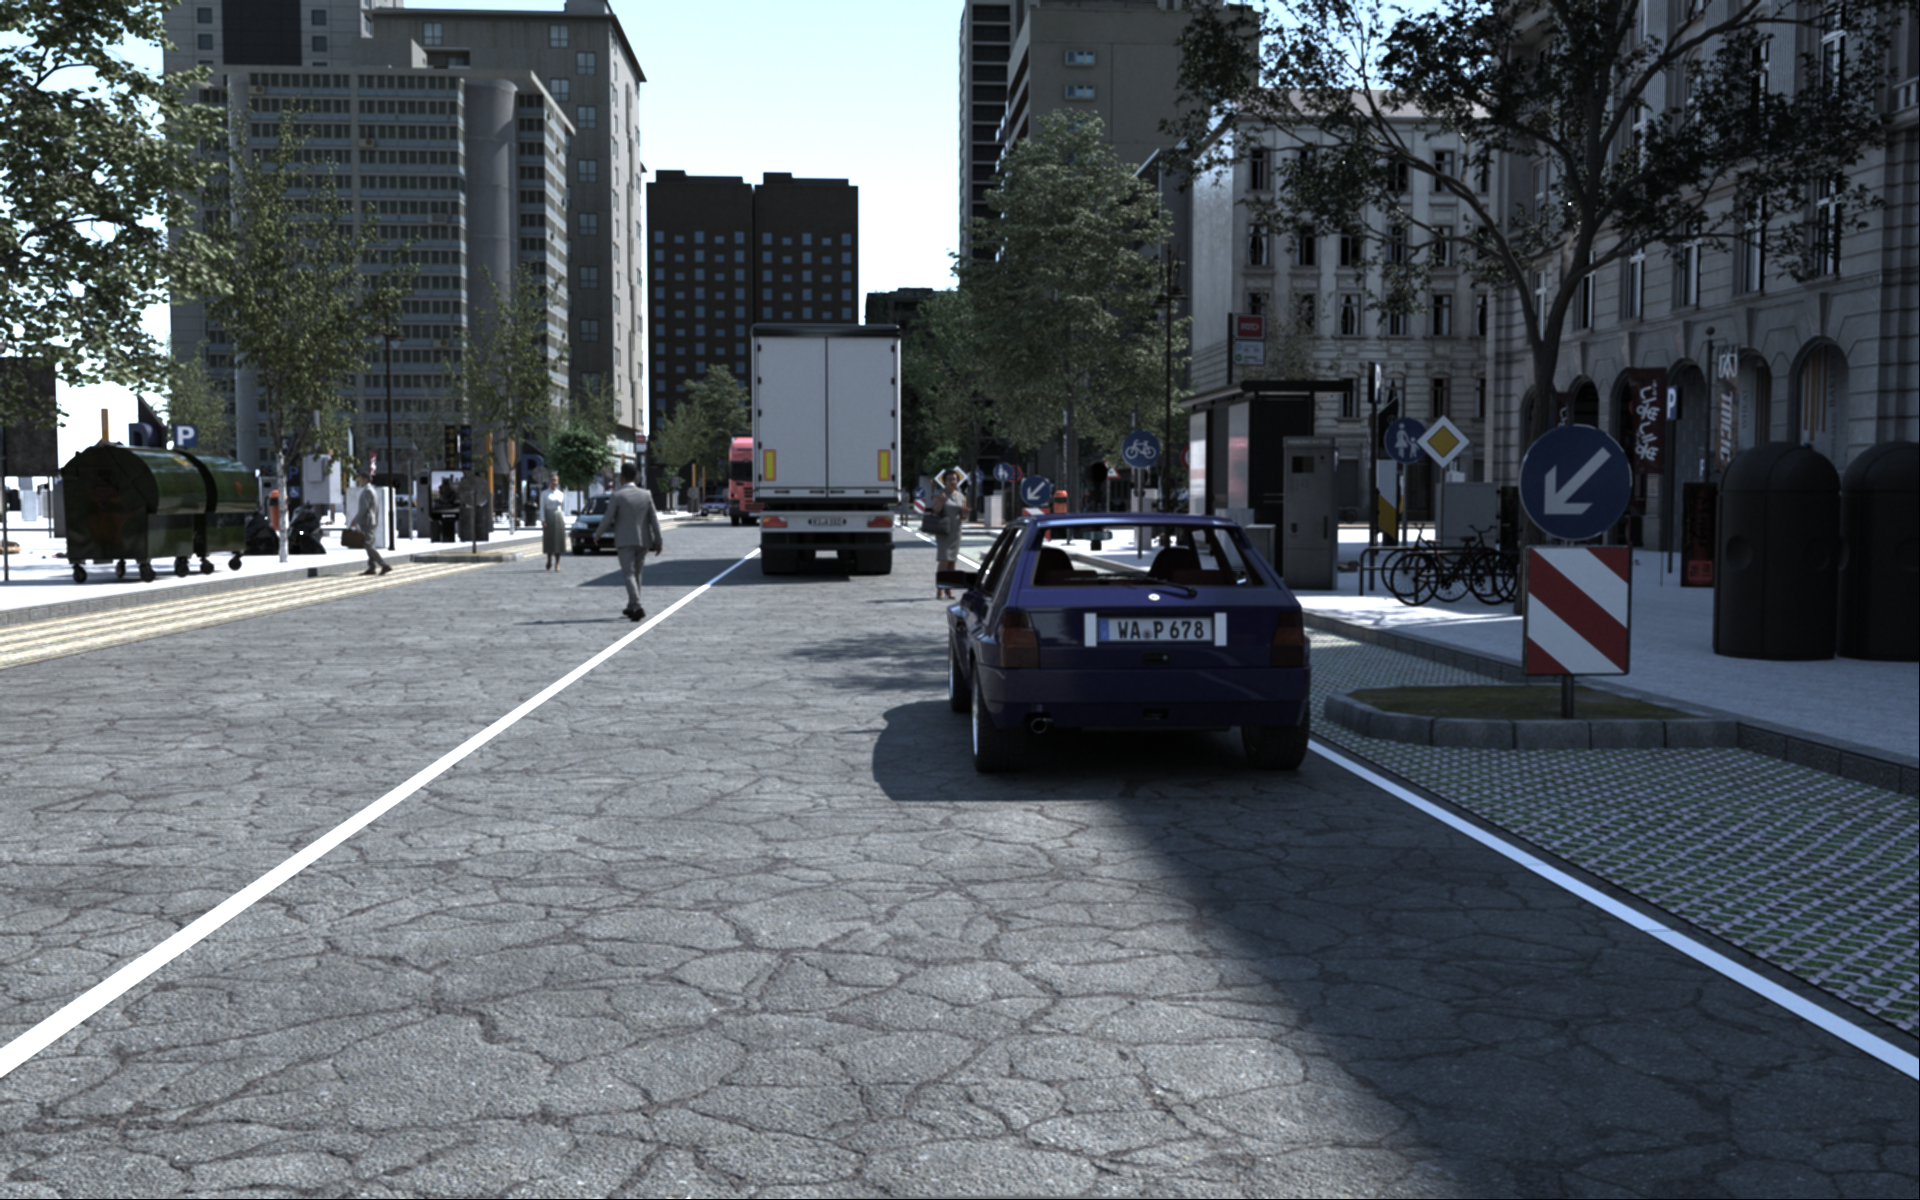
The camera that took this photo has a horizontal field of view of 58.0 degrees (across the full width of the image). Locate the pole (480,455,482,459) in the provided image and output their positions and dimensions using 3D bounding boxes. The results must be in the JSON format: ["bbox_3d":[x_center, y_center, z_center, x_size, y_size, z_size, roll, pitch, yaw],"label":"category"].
[{"bbox_3d":[-25.124,-5.929,90.783,0.158,3.312,0.155,0,3,0],"label":"pole"}]

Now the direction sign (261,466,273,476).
[{"bbox_3d":[-55.699,-9.003,139.196,0.876,3.537,0.379,-1,4,-18],"label":"direction sign"}]

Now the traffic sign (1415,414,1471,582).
[{"bbox_3d":[6.988,-1.464,25.116,0.795,2.450,0.064,0,4,2],"label":"traffic sign"}]

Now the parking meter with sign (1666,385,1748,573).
[{"bbox_3d":[12.346,-1.938,27.952,1.738,3.016,0.543,0,4,5],"label":"parking meter with sign"}]

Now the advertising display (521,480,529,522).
[{"bbox_3d":[-19.908,-4.534,79.348,0.123,1.923,0.974,-2,4,-28],"label":"advertising display"}]

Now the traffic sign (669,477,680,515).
[{"bbox_3d":[-17.099,-6.216,103.755,0.606,2.300,0.079,0,4,0],"label":"traffic sign"}]

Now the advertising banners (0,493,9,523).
[{"bbox_3d":[-43.259,-4.916,76.559,2.074,3.025,0.090,-2,4,-25],"label":"advertising banners"}]

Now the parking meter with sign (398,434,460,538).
[{"bbox_3d":[-15.491,-3.317,50.494,1.738,3.016,0.543,-1,4,-10],"label":"parking meter with sign"}]

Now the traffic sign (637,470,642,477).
[{"bbox_3d":[-17.016,-5.529,90.497,0.768,2.556,0.104,0,4,2],"label":"traffic sign"}]

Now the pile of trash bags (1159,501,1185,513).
[{"bbox_3d":[7.614,-2.684,53.640,3.447,1.369,1.912,-2,4,-35],"label":"pile of trash bags"}]

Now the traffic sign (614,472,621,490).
[{"bbox_3d":[-19.990,-6.176,101.082,0.768,2.556,0.104,0,4,3],"label":"traffic sign"}]

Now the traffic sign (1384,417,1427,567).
[{"bbox_3d":[7.425,-1.760,28.879,0.768,2.556,0.104,0,4,-4],"label":"traffic sign"}]

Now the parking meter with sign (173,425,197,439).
[{"bbox_3d":[-19.902,-2.950,44.499,0.543,3.016,1.738,-2,4,-26],"label":"parking meter with sign"}]

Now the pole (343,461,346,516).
[{"bbox_3d":[-36.123,-6.597,101.710,0.158,3.312,0.155,0,3,0],"label":"pole"}]

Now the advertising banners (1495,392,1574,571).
[{"bbox_3d":[9.744,-2.025,29.292,2.074,3.025,0.090,-3,4,-37],"label":"advertising banners"}]

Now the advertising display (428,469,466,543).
[{"bbox_3d":[-13.434,-2.457,45.381,0.974,1.923,0.123,-3,5,-39],"label":"advertising display"}]

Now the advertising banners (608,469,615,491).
[{"bbox_3d":[-18.161,-5.955,93.549,2.074,3.025,0.090,0,4,7],"label":"advertising banners"}]

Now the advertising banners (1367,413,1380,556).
[{"bbox_3d":[8.798,-2.490,36.898,0.090,3.025,2.074,0,4,8],"label":"advertising banners"}]

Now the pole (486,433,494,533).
[{"bbox_3d":[-15.618,-3.895,57.522,0.158,3.312,0.155,0,3,0],"label":"pole"}]

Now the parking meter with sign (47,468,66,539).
[{"bbox_3d":[-26.155,-3.328,50.677,0.543,3.016,1.738,0,4,5],"label":"parking meter with sign"}]

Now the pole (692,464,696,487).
[{"bbox_3d":[-17.915,-7.512,116.669,0.158,3.312,0.155,0,3,0],"label":"pole"}]

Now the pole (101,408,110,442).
[{"bbox_3d":[-20.277,-2.894,41.157,0.158,3.312,0.155,0,3,0],"label":"pole"}]

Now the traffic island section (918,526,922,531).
[{"bbox_3d":[-0.618,-2.821,68.409,2.009,0.180,2.903,0,4,-4],"label":"traffic island section"}]

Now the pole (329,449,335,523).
[{"bbox_3d":[-28.308,-5.150,78.042,0.158,3.312,0.155,0,3,0],"label":"pole"}]

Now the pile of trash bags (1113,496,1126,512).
[{"bbox_3d":[8.146,-5.501,99.688,1.912,1.369,3.447,-2,4,-30],"label":"pile of trash bags"}]

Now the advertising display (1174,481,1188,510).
[{"bbox_3d":[11.277,-5.009,87.108,0.123,1.923,0.974,-3,5,-40],"label":"advertising display"}]

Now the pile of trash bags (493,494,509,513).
[{"bbox_3d":[-32.397,-6.832,121.459,1.912,1.369,3.447,-3,4,-37],"label":"pile of trash bags"}]

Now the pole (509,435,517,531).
[{"bbox_3d":[-15.319,-4.003,59.292,0.158,3.312,0.155,0,3,0],"label":"pole"}]

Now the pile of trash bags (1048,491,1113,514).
[{"bbox_3d":[3.090,-2.404,49.063,1.912,1.369,3.447,1,4,12],"label":"pile of trash bags"}]

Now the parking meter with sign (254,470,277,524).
[{"bbox_3d":[-29.991,-4.821,75.081,1.738,3.016,0.543,-2,4,-28],"label":"parking meter with sign"}]

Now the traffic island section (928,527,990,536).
[{"bbox_3d":[-0.075,-2.334,60.443,2.009,0.180,2.903,0,4,-4],"label":"traffic island section"}]

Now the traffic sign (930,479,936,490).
[{"bbox_3d":[-1.668,-7.291,119.318,0.768,2.556,0.104,0,4,4],"label":"traffic sign"}]

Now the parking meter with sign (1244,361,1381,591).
[{"bbox_3d":[4.713,-1.652,23.264,1.738,3.016,0.543,1,4,22],"label":"parking meter with sign"}]

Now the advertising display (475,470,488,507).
[{"bbox_3d":[-12.928,-2.545,46.825,0.123,1.923,0.974,0,4,-2],"label":"advertising display"}]

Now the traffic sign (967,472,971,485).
[{"bbox_3d":[0.650,-6.059,99.175,0.768,2.556,0.104,0,4,5],"label":"traffic sign"}]

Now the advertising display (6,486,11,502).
[{"bbox_3d":[-73.006,-7.766,132.193,0.974,1.923,0.123,-2,4,-34],"label":"advertising display"}]

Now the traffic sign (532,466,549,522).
[{"bbox_3d":[-19.064,-4.806,78.682,0.768,2.556,0.104,0,4,5],"label":"traffic sign"}]

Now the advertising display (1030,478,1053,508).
[{"bbox_3d":[3.246,-3.959,69.936,0.974,1.923,0.123,3,5,41],"label":"advertising display"}]

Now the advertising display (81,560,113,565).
[{"bbox_3d":[-15.721,-1.621,31.725,0.123,1.923,0.974,1,4,21],"label":"advertising display"}]

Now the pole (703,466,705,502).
[{"bbox_3d":[-18.878,-8.182,127.617,0.158,3.312,0.155,0,3,0],"label":"pole"}]

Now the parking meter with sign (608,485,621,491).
[{"bbox_3d":[-23.689,-7.589,120.345,1.738,3.016,0.543,1,4,17],"label":"parking meter with sign"}]

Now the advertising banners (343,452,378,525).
[{"bbox_3d":[-24.492,-4.567,70.850,0.090,3.025,2.074,1,4,22],"label":"advertising banners"}]

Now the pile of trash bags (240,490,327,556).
[{"bbox_3d":[-14.826,-1.705,37.635,1.912,1.369,3.447,-1,4,-22],"label":"pile of trash bags"}]

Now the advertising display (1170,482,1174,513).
[{"bbox_3d":[11.367,-5.383,93.232,0.123,1.923,0.974,2,4,30],"label":"advertising display"}]

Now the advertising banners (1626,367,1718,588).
[{"bbox_3d":[10.209,-1.685,23.744,2.074,3.025,0.090,1,4,21],"label":"advertising banners"}]

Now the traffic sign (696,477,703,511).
[{"bbox_3d":[-19.278,-7.822,127.991,0.768,2.556,0.104,0,4,0],"label":"traffic sign"}]

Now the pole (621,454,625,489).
[{"bbox_3d":[-17.071,-5.747,87.813,0.158,3.312,0.155,0,3,0],"label":"pole"}]

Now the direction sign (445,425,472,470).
[{"bbox_3d":[-16.512,-3.979,57.058,0.876,3.537,0.379,0,4,3],"label":"direction sign"}]

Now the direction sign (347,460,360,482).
[{"bbox_3d":[-40.384,-7.547,115.384,0.876,3.537,0.379,1,4,9],"label":"direction sign"}]

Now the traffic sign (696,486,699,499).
[{"bbox_3d":[-21.594,-8.731,142.852,0.768,2.556,0.104,0,4,-2],"label":"traffic sign"}]

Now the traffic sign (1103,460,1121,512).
[{"bbox_3d":[5.028,-3.601,58.875,0.884,2.594,0.081,0,4,-1],"label":"traffic sign"}]

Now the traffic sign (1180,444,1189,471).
[{"bbox_3d":[5.739,-2.572,42.163,0.768,2.556,0.104,0,4,1],"label":"traffic sign"}]

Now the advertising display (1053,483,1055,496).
[{"bbox_3d":[4.955,-5.709,98.559,0.974,1.923,0.123,-2,4,-32],"label":"advertising display"}]

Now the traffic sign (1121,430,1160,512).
[{"bbox_3d":[3.575,-2.094,34.345,0.768,2.556,0.104,0,4,2],"label":"traffic sign"}]
